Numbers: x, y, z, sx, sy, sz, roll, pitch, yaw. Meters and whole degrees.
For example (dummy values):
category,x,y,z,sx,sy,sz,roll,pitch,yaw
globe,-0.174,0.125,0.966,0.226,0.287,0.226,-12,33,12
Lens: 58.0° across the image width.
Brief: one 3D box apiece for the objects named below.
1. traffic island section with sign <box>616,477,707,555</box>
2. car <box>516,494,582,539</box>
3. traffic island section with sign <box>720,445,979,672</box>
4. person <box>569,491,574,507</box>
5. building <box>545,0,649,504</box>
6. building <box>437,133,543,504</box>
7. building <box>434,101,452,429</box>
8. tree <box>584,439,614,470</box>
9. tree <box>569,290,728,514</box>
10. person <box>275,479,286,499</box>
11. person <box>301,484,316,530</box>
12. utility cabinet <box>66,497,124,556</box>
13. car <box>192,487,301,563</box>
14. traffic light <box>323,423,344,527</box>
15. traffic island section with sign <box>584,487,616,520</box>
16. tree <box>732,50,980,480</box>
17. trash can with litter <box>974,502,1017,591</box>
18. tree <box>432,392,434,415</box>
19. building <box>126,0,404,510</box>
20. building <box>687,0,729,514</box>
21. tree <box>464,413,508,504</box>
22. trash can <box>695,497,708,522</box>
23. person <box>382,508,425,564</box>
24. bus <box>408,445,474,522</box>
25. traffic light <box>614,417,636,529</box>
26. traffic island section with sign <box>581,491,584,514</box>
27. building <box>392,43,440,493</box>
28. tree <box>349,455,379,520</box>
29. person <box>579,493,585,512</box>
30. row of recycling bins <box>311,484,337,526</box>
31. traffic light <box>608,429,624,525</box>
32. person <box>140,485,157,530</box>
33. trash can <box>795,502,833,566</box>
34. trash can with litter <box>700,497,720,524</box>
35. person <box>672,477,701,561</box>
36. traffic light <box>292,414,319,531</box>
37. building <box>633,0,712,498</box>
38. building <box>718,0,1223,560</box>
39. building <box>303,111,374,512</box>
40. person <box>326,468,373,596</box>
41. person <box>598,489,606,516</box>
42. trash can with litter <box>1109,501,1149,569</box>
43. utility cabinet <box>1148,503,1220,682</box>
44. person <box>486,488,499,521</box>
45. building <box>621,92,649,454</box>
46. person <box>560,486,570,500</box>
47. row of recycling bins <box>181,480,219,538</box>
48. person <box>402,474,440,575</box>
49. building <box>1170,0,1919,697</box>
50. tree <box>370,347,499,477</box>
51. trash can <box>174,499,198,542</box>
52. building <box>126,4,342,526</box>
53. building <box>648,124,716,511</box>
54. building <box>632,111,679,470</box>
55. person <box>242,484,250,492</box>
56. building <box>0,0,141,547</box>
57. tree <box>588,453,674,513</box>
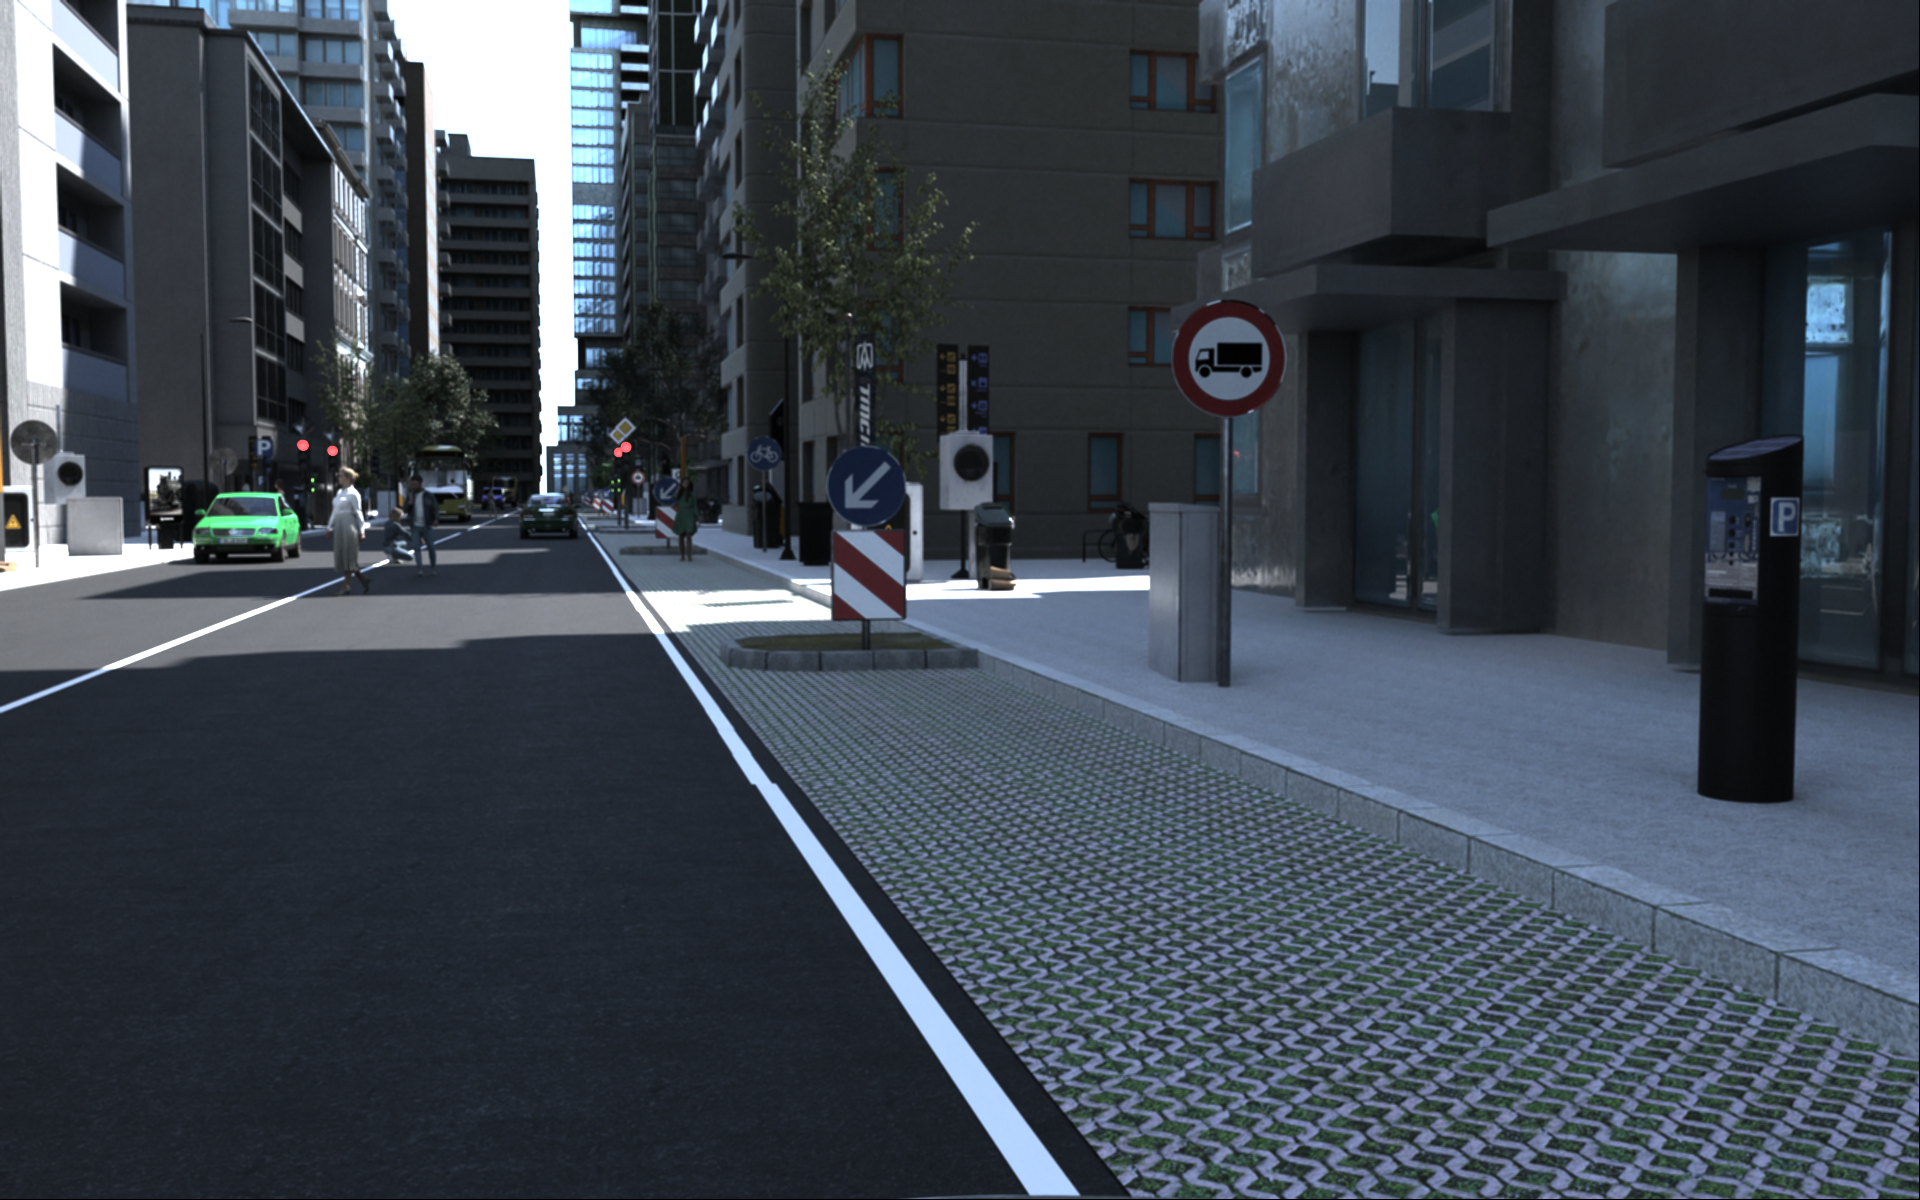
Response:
category,x,y,z,sx,sy,sz,roll,pitch,yaw
traffic island section with sign,-7.106,-1.998,41.292,1.989,1.847,2.006,-1,4,-13
car,-13.579,-2.777,57.208,2.131,1.459,4.920,-1,4,-13
traffic island section with sign,-1.032,-0.382,14.876,1.989,1.847,2.006,-1,4,-13
person,-42.192,-10.970,188.303,0.568,1.767,0.683,2,4,27
building,-41.841,-56.690,239.547,31.000,86.520,22.319,-1,4,-13
building,-68.042,-37.397,235.144,21.600,48.544,21.300,-1,4,-13
building,-73.750,-35.264,196.168,30.456,49.044,23.786,-1,4,-13
tree,-43.634,-15.916,210.596,4.360,8.622,3.978,0,3,0
tree,-13.269,-8.891,79.775,7.601,10.594,8.767,0,4,1
person,-17.904,-2.262,45.501,0.388,1.821,0.555,-2,4,-33
person,-25.082,-3.526,66.246,0.767,1.812,0.694,0,4,3
utility cabinet,-17.938,-1.515,35.930,1.020,1.237,0.306,-1,4,-22
car,-15.420,-1.758,37.543,1.959,1.807,4.718,-1,4,-15
traffic light,-24.710,-4.863,68.430,0.839,4.253,0.868,-1,4,-13
traffic island section with sign,-19.455,-5.283,95.005,1.989,1.847,2.006,-1,4,-13
tree,-1.838,-4.821,29.194,4.737,8.622,4.395,0,3,0
trash can with litter,0.553,-0.731,23.347,0.624,1.170,1.055,-1,4,-13
tree,-33.483,-9.366,103.491,4.737,8.622,4.395,0,3,0
building,-60.788,-32.576,152.221,23.786,49.044,30.456,-1,4,-13
building,-5.145,-30.063,111.143,23.786,49.044,30.456,-1,4,-13
tree,-60.540,-17.811,216.961,9.928,11.665,9.643,0,3,0
trash can,-12.160,-4.237,80.936,0.748,1.137,0.748,0,3,0
person,-11.590,-1.330,35.741,0.738,1.151,1.012,-3,5,-41
bus,-26.999,-6.071,90.811,2.896,3.916,12.252,-1,4,-14
traffic light,-12.192,-4.538,63.123,0.839,4.253,0.868,-1,4,-13
traffic island section with sign,-25.588,-6.913,121.649,1.989,1.847,2.006,-1,4,-13
building,-60.525,-32.119,175.261,14.600,45.320,14.200,-1,4,-13
tree,-29.424,-5.494,84.433,1.663,3.219,1.824,0,3,0
person,-29.875,-7.713,137.202,0.503,1.515,0.523,2,4,32
row of recycling bins,-25.995,-3.926,71.302,1.069,1.692,3.534,-1,4,-12
traffic light,-13.982,-5.014,70.906,0.839,4.253,0.868,-1,4,-13
person,-30.162,-3.452,65.154,1.509,1.804,0.699,0,4,-7
trash can,-2.590,-1.192,31.149,0.748,1.137,0.748,0,3,0
trash can with litter,-10.844,-3.867,74.614,1.055,1.170,0.624,3,4,38
person,-5.833,-1.720,36.873,0.600,1.795,0.529,-1,4,-16
traffic light,-22.920,-4.387,60.648,0.839,4.253,0.868,-1,4,-13
building,-22.118,-44.855,171.636,20.563,71.187,20.611,-1,4,-13
building,8.288,-12.518,49.709,27.650,21.520,28.899,-1,4,-13
building,-44.882,-19.121,109.886,12.463,27.353,25.104,-1,4,-13
person,-8.622,-0.965,24.509,0.641,1.798,0.478,-3,5,-44
person,-23.311,-6.363,112.763,0.641,1.798,0.478,3,4,36
trash can with litter,3.128,-1.127,29.822,1.055,1.170,0.624,-1,4,-13
utility cabinet,1.586,-0.068,12.281,0.306,1.237,1.020,0,4,-6
person,-25.260,-5.183,93.576,0.599,1.781,0.374,1,4,21
building,-29.162,-35.715,207.638,21.300,48.544,21.600,-1,4,-13
person,-17.719,-4.218,77.650,0.537,1.800,0.526,1,4,12
row of recycling bins,-22.308,-2.656,50.546,1.069,1.692,3.534,-2,4,-30
person,-9.537,-1.334,30.659,0.623,1.781,0.721,-1,4,-19
building,15.698,-23.998,11.982,23.786,49.044,30.456,-1,4,-13
tree,-40.985,-13.359,135.419,9.611,12.733,9.660,0,3,0
trash can,-20.924,-2.143,46.684,0.748,1.137,0.748,0,3,0
building,-39.120,-16.145,83.042,14.314,24.678,30.058,-1,4,-13
building,-17.689,-22.517,139.847,14.160,30.474,14.107,-1,4,-13
building,-28.661,-30.955,189.703,14.154,41.232,14.086,-1,4,-13
person,-25.672,-3.274,62.213,0.537,1.800,0.526,-1,4,-15
building,-37.499,-30.661,43.299,28.212,58.520,21.231,-1,4,-13
tree,-22.788,-8.260,118.757,4.285,4.588,4.351,0,3,0
